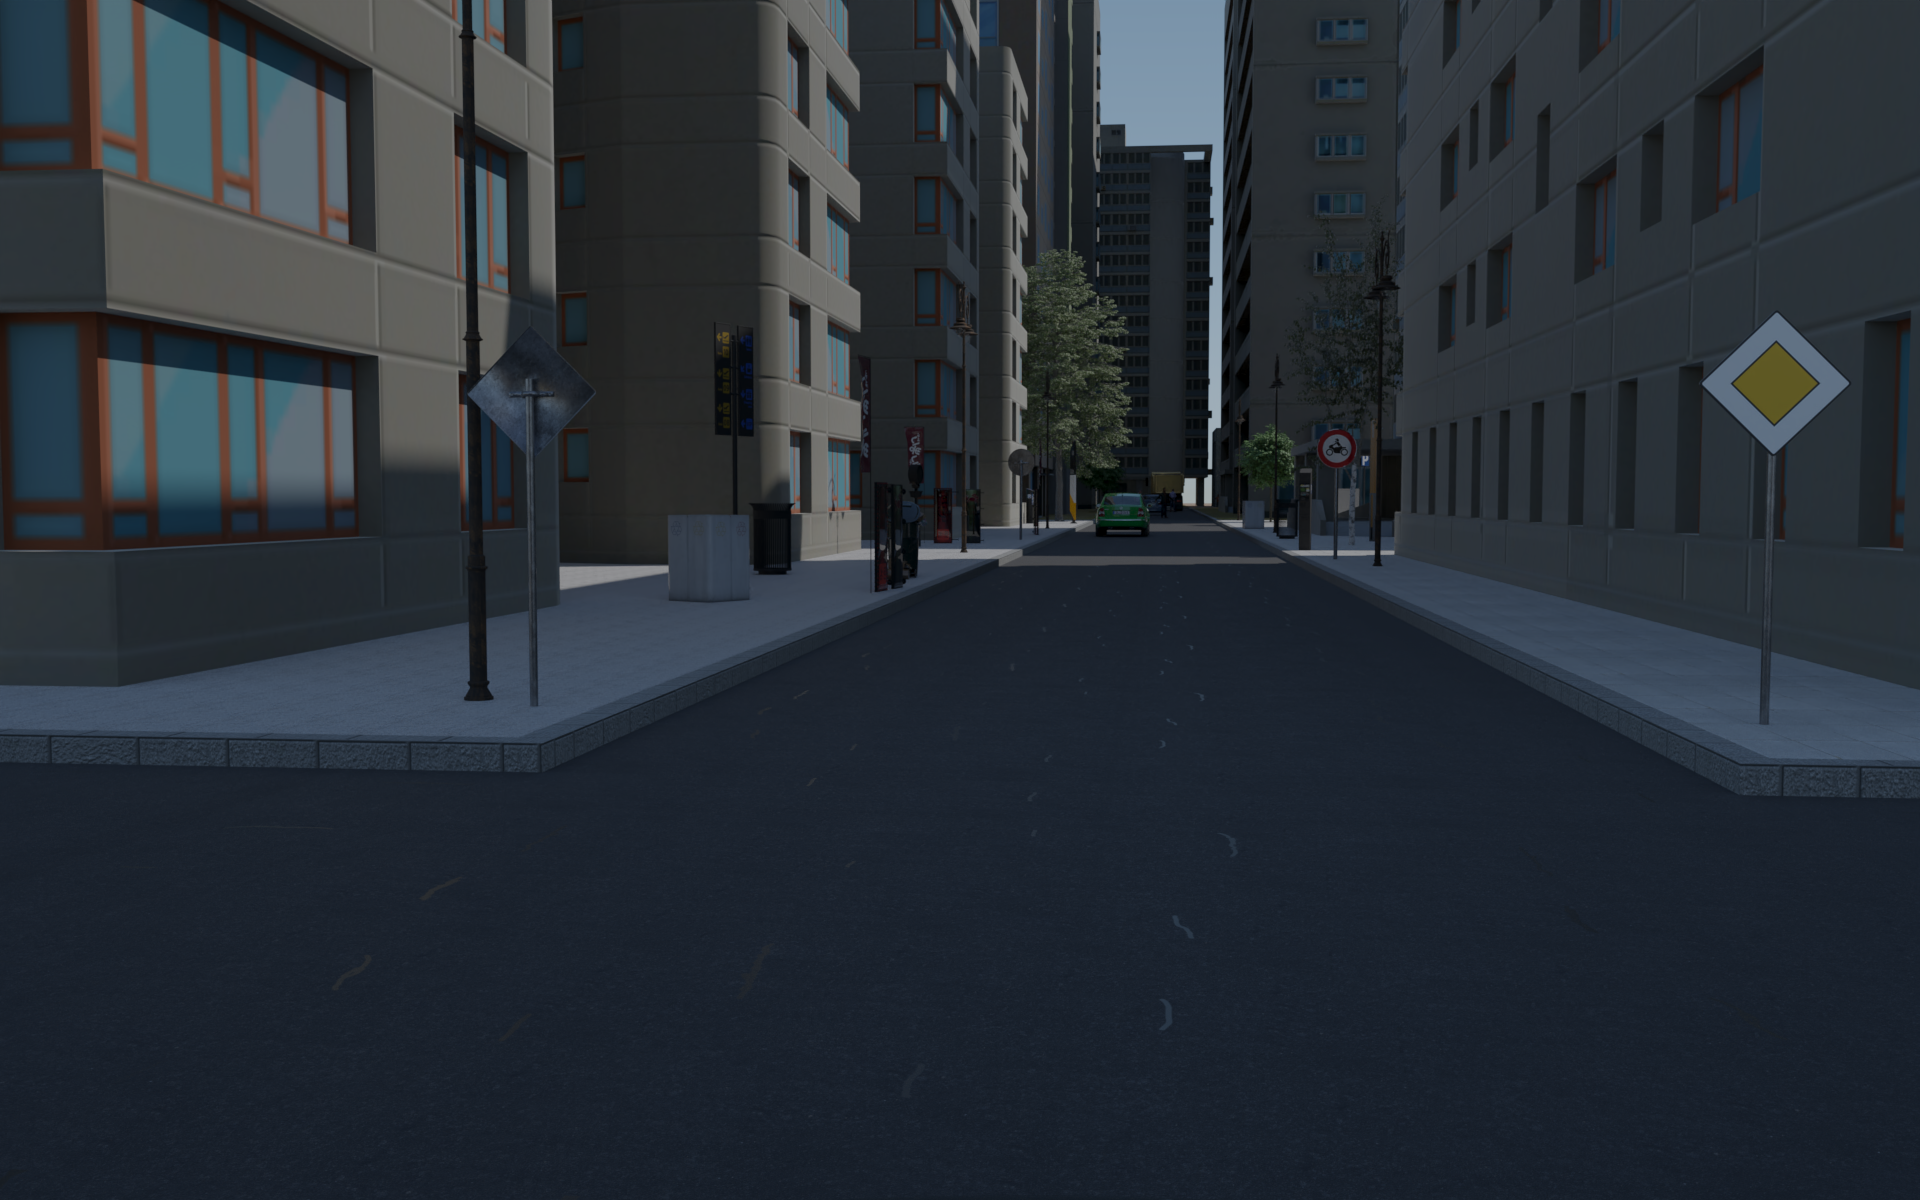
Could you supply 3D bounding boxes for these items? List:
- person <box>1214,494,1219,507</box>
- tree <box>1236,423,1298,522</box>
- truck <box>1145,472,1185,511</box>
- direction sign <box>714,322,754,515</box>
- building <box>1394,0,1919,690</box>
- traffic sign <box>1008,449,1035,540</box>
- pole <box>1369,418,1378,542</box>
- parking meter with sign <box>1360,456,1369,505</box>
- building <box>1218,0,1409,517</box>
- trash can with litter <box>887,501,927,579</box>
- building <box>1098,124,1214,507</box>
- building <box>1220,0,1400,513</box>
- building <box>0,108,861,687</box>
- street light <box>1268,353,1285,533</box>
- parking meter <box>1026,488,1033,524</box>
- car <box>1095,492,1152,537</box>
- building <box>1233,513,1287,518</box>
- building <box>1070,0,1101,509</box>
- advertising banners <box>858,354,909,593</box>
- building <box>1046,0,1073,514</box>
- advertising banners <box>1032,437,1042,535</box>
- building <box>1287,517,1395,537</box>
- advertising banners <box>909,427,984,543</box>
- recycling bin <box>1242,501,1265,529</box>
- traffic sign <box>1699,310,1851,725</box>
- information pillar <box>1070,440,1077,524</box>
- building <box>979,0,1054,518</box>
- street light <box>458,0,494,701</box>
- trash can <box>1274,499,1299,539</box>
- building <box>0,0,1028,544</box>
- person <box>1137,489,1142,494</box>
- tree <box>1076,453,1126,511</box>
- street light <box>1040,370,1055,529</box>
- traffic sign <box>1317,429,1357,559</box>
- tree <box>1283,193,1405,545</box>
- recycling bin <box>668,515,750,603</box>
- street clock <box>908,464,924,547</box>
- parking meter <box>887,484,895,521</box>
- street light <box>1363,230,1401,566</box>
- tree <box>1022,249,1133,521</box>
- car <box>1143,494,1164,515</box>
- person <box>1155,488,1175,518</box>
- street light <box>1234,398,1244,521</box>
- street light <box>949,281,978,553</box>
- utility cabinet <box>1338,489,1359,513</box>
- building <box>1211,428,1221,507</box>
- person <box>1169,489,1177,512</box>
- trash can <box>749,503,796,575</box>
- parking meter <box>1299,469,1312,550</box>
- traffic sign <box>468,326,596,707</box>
[{"bbox_3d":[24.582,-9.362,164.834,1.065,1.426,0.557,-2,4,-29],"label":"person"},{"bbox_3d":[14.098,-5.823,78.923,4.285,4.588,4.351,0,3,0],"label":"tree"},{"bbox_3d":[17.783,-9.370,149.130,3.469,3.379,9.791,0,4,5],"label":"truck"},{"bbox_3d":[-3.022,-1.911,23.243,0.379,3.537,0.876,2,4,27],"label":"direction sign"},{"bbox_3d":[21.981,-10.744,20.702,28.899,21.520,27.650,0,4,7],"label":"building"},{"bbox_3d":[1.705,-2.963,48.543,0.768,2.556,0.104,1,4,16],"label":"traffic sign"},{"bbox_3d":[11.187,-3.239,46.797,0.158,3.312,0.155,0,3,0],"label":"pole"},{"bbox_3d":[17.785,-4.710,73.267,0.543,3.016,1.738,-3,5,-42],"label":"parking meter with sign"},{"bbox_3d":[35.064,-26.379,123.176,32.217,40.220,23.993,0,4,7],"label":"building"},{"bbox_3d":[-0.836,-0.918,26.390,0.624,1.170,1.055,0,4,2],"label":"trash can with litter"},{"bbox_3d":[14.779,-30.143,184.722,23.993,40.220,32.217,0,4,7],"label":"building"},{"bbox_3d":[33.258,-31.947,146.033,21.300,48.544,21.600,0,4,7],"label":"building"},{"bbox_3d":[-17.680,-11.114,26.761,27.650,21.520,28.899,0,4,7],"label":"building"},{"bbox_3d":[10.405,-5.151,57.003,0.468,5.910,1.993,0,4,7],"label":"street light"},{"bbox_3d":[3.066,-4.106,75.547,0.372,1.533,0.369,0,3,0],"label":"parking meter"},{"bbox_3d":[5.632,-3.110,59.648,1.959,1.807,4.718,0,4,7],"label":"car"},{"bbox_3d":[27.282,-29.170,100.635,21.300,48.544,21.600,0,4,7],"label":"building"},{"bbox_3d":[1.166,-32.190,150.002,21.600,48.544,21.300,0,4,7],"label":"building"},{"bbox_3d":[-1.030,-1.627,22.787,0.090,3.025,2.074,1,4,14],"label":"advertising banners"},{"bbox_3d":[-0.480,-25.876,106.665,14.154,41.232,14.086,0,4,7],"label":"building"},{"bbox_3d":[2.422,-3.558,54.362,0.090,3.025,2.074,0,4,-3],"label":"advertising banners"},{"bbox_3d":[27.861,-22.334,57.036,32.217,40.220,23.993,0,4,7],"label":"building"},{"bbox_3d":[-0.412,-2.981,44.922,2.074,3.025,0.090,0,4,1],"label":"advertising banners"},{"bbox_3d":[10.838,-3.145,63.983,0.722,1.027,0.722,0,4,1],"label":"recycling bin"},{"bbox_3d":[4.474,-0.363,9.579,0.795,2.450,0.064,0,4,7],"label":"traffic sign"},{"bbox_3d":[4.921,-5.138,75.363,0.183,3.616,0.504,-1,4,-19],"label":"information pillar"},{"bbox_3d":[-2.303,-27.060,92.541,14.600,45.320,14.200,0,4,7],"label":"building"},{"bbox_3d":[-3.003,-2.315,10.630,0.468,5.910,1.993,0,4,7],"label":"street light"},{"bbox_3d":[9.386,-2.326,49.681,0.748,1.137,0.748,0,3,0],"label":"trash can"},{"bbox_3d":[-12.437,-13.345,63.231,27.650,21.520,28.899,0,4,7],"label":"building"},{"bbox_3d":[10.819,-5.812,104.472,0.756,1.711,0.436,-2,4,-28],"label":"person"},{"bbox_3d":[11.192,-9.192,134.010,4.285,4.588,4.351,0,3,0],"label":"tree"},{"bbox_3d":[3.256,-5.598,64.309,0.468,5.910,1.993,0,4,7],"label":"street light"},{"bbox_3d":[7.379,-2.071,33.967,0.768,2.556,0.104,1,4,8],"label":"traffic sign"},{"bbox_3d":[9.883,-5.689,43.376,4.360,8.622,3.978,0,3,0],"label":"tree"},{"bbox_3d":[-3.028,-0.510,20.895,0.722,1.027,0.722,3,4,36],"label":"recycling bin"},{"bbox_3d":[-1.076,-2.303,42.224,0.358,2.002,0.471,1,4,21],"label":"street clock"},{"bbox_3d":[-1.712,-2.062,42.128,0.372,1.533,0.369,0,3,0],"label":"parking meter"},{"bbox_3d":[7.420,-3.536,30.604,0.468,5.910,1.993,0,4,7],"label":"street light"},{"bbox_3d":[4.239,-9.969,81.115,7.486,12.596,7.792,0,3,0],"label":"tree"},{"bbox_3d":[13.064,-6.456,117.561,2.014,1.417,4.499,0,4,8],"label":"car"},{"bbox_3d":[12.297,-5.852,104.209,1.348,1.821,0.705,-1,4,-20],"label":"person"},{"bbox_3d":[13.507,-6.789,83.795,0.468,5.910,1.993,0,4,7],"label":"street light"},{"bbox_3d":[0.086,-3.974,37.762,0.468,5.910,1.993,0,4,7],"label":"street light"},{"bbox_3d":[16.223,-3.937,73.057,1.173,1.500,0.318,-1,4,-15],"label":"utility cabinet"},{"bbox_3d":[41.499,-52.742,174.999,31.000,86.520,22.319,0,4,7],"label":"building"},{"bbox_3d":[16.988,-7.913,137.745,0.709,1.838,0.599,2,4,32],"label":"person"},{"bbox_3d":[-2.998,-0.979,27.666,0.748,1.137,0.748,0,3,0],"label":"trash can"},{"bbox_3d":[7.872,-2.065,39.479,0.255,1.863,0.399,1,4,16],"label":"parking meter"},{"bbox_3d":[-2.571,-0.414,10.408,0.795,2.450,0.064,0,4,7],"label":"traffic sign"}]
